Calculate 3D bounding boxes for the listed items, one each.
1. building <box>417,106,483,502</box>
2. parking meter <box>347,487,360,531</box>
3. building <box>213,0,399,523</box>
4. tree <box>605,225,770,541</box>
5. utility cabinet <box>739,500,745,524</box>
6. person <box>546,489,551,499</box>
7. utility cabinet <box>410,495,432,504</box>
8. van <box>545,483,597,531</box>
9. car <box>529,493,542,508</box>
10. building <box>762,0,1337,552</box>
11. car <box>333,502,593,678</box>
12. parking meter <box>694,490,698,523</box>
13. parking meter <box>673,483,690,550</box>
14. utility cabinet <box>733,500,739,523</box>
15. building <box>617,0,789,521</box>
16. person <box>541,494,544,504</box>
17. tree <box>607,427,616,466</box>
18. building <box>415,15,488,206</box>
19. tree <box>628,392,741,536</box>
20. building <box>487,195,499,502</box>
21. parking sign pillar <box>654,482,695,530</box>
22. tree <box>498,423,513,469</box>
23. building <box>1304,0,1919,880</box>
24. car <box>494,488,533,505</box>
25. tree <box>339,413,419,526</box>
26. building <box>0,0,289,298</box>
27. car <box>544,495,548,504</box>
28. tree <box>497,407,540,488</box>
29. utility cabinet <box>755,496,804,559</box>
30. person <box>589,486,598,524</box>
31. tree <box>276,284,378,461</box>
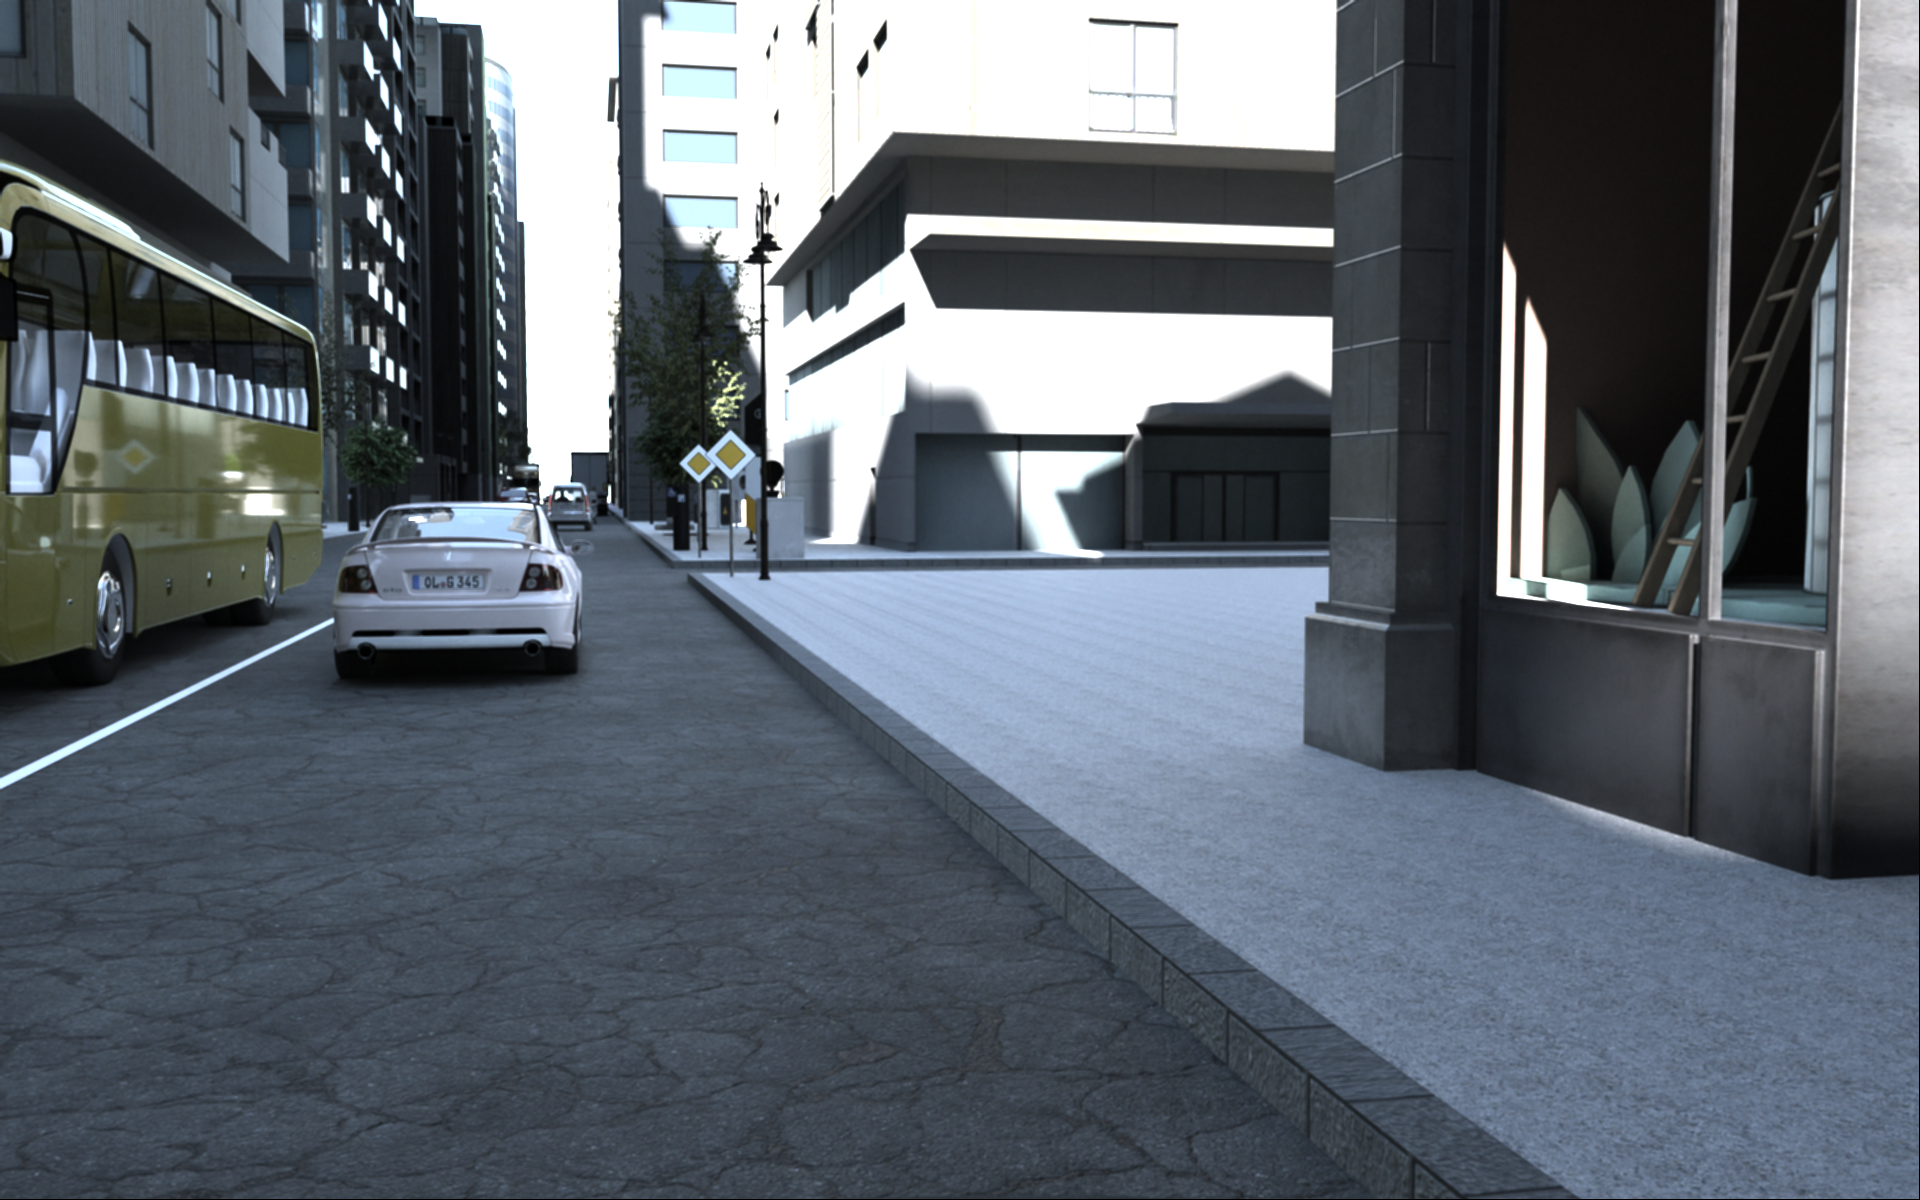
[{"bbox_3d":[-44.178,-22.005,131.483,14.160,30.474,14.107,-1,4,-12],"label":"building"},{"bbox_3d":[-20.885,-3.132,59.623,0.372,1.533,0.369,0,3,0],"label":"parking meter"},{"bbox_3d":[-39.879,-28.453,84.818,23.786,49.044,30.456,-1,4,-12],"label":"building"},{"bbox_3d":[-7.295,-5.894,46.722,4.737,8.622,4.395,0,3,0],"label":"tree"},{"bbox_3d":[-9.122,-3.867,74.383,0.306,1.237,1.020,0,4,4],"label":"utility cabinet"},{"bbox_3d":[-35.799,-8.705,150.690,0.599,1.838,0.709,-2,4,-24],"label":"person"},{"bbox_3d":[-26.890,-4.602,86.411,1.020,1.237,0.306,0,4,6],"label":"utility cabinet"},{"bbox_3d":[-15.446,-3.770,68.652,2.013,2.044,4.112,-1,4,-11],"label":"van"},{"bbox_3d":[-30.433,-6.893,121.740,2.155,1.783,4.494,-1,4,-11],"label":"car"},{"bbox_3d":[8.516,-28.179,49.968,27.495,52.752,28.713,-1,4,-12],"label":"building"},{"bbox_3d":[-4.236,-0.161,15.000,2.083,1.381,4.827,-1,4,-12],"label":"car"},{"bbox_3d":[-11.589,-4.175,76.677,0.372,1.533,0.369,0,3,0],"label":"parking meter"},{"bbox_3d":[-6.361,-1.904,39.540,0.372,1.533,0.369,0,3,0],"label":"parking meter"},{"bbox_3d":[-9.843,-4.023,76.944,1.020,1.237,0.306,0,4,-4],"label":"utility cabinet"},{"bbox_3d":[-8.227,-33.851,95.456,21.231,58.520,28.212,-1,4,-12],"label":"building"},{"bbox_3d":[-57.837,-13.983,240.337,0.599,1.433,0.991,3,5,43],"label":"person"},{"bbox_3d":[-37.056,-14.718,190.993,4.360,8.622,3.978,0,3,0],"label":"tree"},{"bbox_3d":[-47.048,-28.216,144.930,14.154,41.232,14.086,-1,4,-12],"label":"building"},{"bbox_3d":[-8.661,-4.307,54.134,4.285,4.588,4.351,0,3,0],"label":"tree"},{"bbox_3d":[-50.136,-23.687,158.988,14.160,30.474,14.107,-1,4,-12],"label":"building"},{"bbox_3d":[-10.256,-4.508,62.175,1.447,3.967,1.447,0,4,-1],"label":"parking sign pillar"},{"bbox_3d":[-46.242,-13.471,170.615,4.737,8.622,4.395,0,3,0],"label":"tree"},{"bbox_3d":[6.380,-9.600,7.865,10.553,20.767,40.483,-1,4,-12],"label":"building"},{"bbox_3d":[-26.833,-5.843,104.208,2.281,1.827,5.304,-1,4,-12],"label":"car"},{"bbox_3d":[-23.737,-5.316,70.629,4.285,4.588,4.351,0,3,0],"label":"tree"},{"bbox_3d":[-32.311,-27.634,41.050,28.713,52.752,27.495,-1,4,-12],"label":"building"},{"bbox_3d":[-61.053,-14.997,257.782,1.945,1.354,3.894,-1,4,-10],"label":"car"},{"bbox_3d":[-47.580,-15.143,181.992,8.767,10.594,7.601,3,5,42],"label":"tree"},{"bbox_3d":[-3.573,-1.420,34.371,1.020,1.237,0.306,-3,5,-45],"label":"utility cabinet"},{"bbox_3d":[-17.695,-4.598,83.552,0.514,1.842,0.818,1,4,13],"label":"person"},{"bbox_3d":[-22.788,-6.789,61.364,4.360,8.622,3.978,0,3,0],"label":"tree"}]
